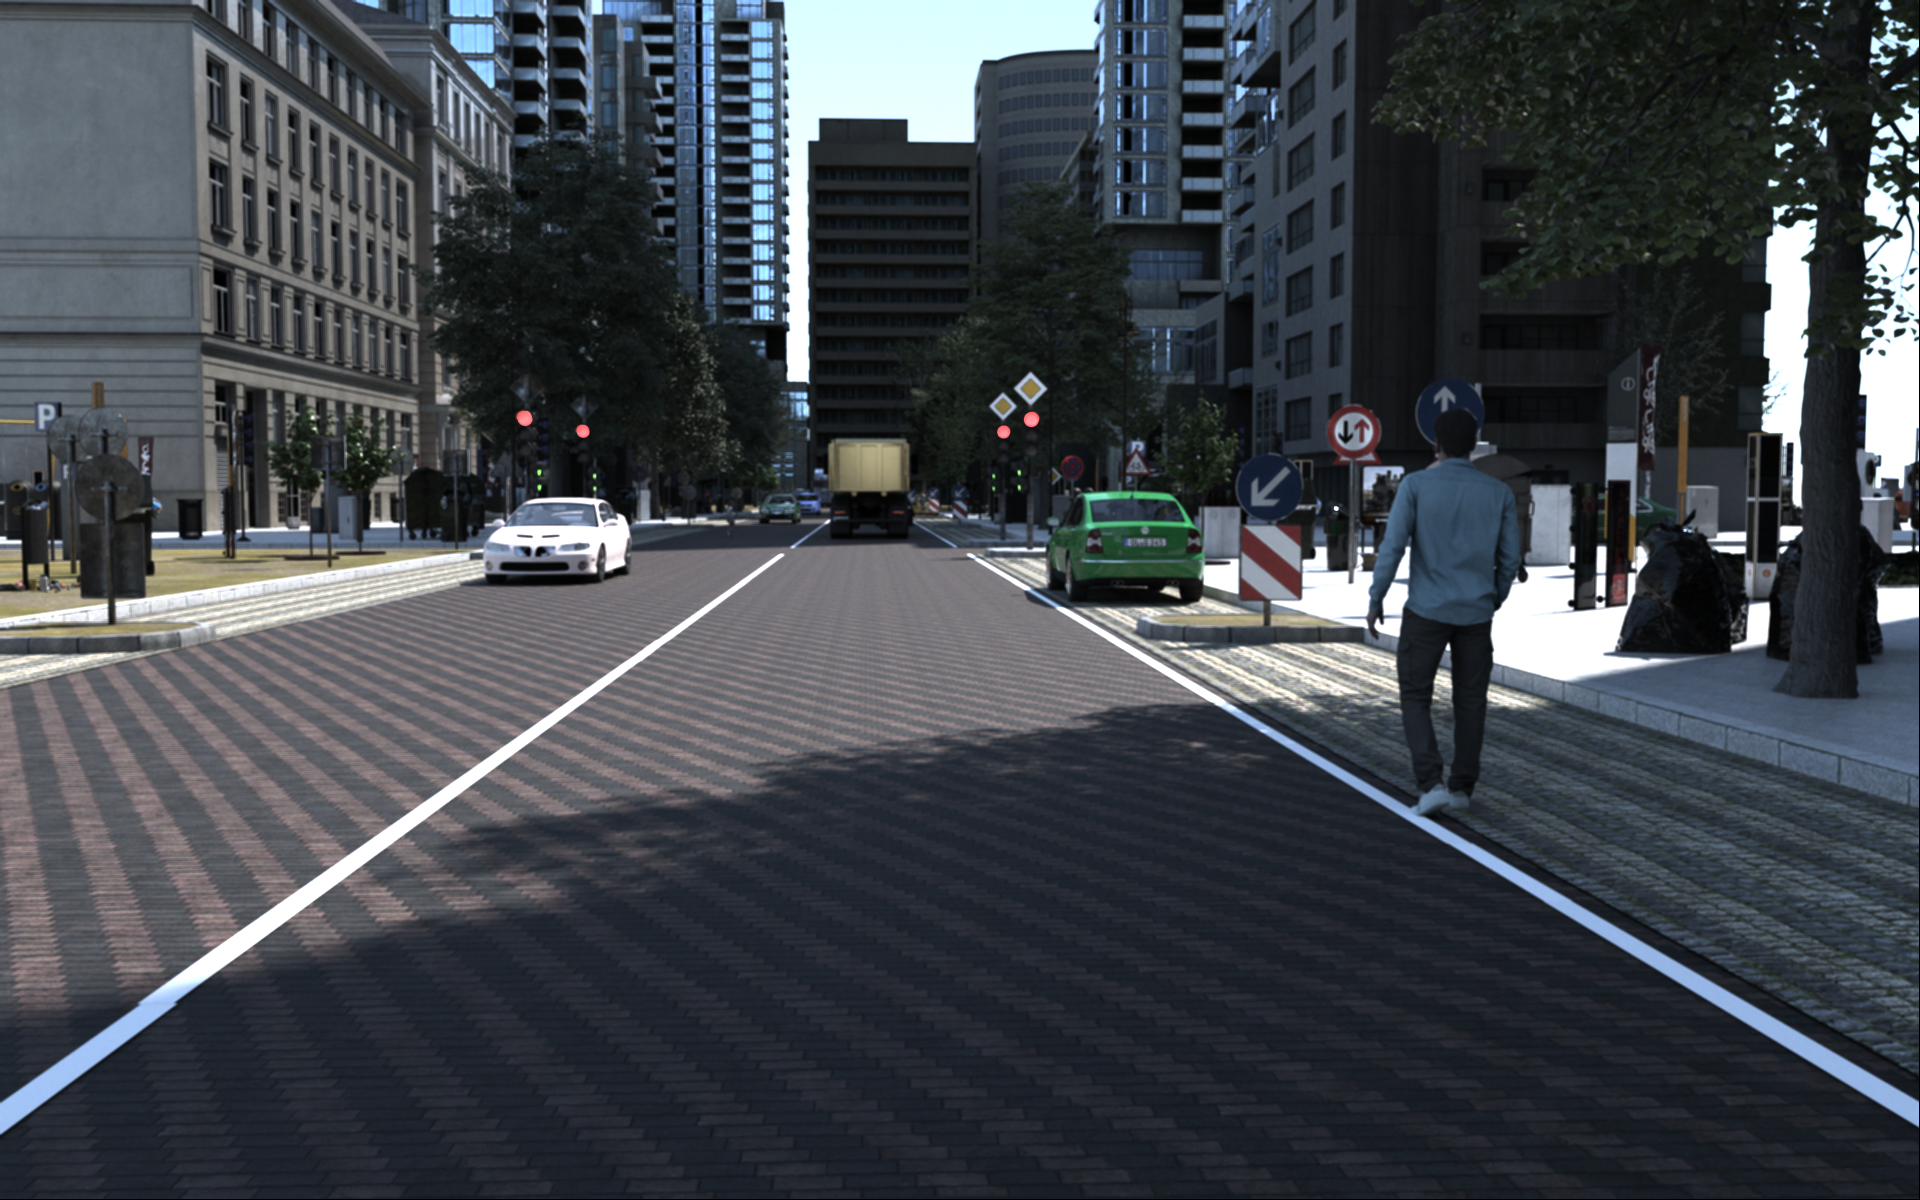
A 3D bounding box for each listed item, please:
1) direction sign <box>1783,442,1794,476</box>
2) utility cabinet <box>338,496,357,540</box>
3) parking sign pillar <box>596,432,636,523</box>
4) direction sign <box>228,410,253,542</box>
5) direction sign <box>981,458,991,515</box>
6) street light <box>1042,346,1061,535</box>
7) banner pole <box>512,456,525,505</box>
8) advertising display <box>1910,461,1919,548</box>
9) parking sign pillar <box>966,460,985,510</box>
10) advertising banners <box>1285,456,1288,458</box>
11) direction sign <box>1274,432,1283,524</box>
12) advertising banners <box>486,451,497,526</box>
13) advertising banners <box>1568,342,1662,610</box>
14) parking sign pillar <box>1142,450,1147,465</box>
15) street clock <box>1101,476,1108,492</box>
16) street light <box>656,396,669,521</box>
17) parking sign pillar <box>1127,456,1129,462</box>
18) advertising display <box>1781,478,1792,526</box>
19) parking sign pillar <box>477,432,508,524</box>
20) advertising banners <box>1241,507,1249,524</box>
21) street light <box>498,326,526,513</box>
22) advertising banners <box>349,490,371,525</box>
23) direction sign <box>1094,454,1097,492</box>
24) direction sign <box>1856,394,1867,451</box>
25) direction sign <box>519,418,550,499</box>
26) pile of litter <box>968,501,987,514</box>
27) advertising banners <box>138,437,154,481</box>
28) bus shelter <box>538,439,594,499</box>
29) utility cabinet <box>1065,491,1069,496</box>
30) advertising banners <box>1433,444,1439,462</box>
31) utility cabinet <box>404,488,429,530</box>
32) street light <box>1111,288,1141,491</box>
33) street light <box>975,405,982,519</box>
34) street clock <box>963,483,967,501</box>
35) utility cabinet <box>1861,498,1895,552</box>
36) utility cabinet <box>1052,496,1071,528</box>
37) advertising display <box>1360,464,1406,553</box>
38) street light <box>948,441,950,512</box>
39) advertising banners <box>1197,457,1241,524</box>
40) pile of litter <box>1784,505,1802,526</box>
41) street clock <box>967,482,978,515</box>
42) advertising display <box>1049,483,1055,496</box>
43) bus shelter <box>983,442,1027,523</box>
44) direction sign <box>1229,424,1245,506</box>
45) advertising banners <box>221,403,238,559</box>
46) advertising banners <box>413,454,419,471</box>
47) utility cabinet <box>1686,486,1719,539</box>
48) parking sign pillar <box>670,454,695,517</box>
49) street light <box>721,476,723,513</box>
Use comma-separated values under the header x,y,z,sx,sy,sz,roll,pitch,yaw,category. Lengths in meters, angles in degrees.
x,y,z,sx,sy,sz,roll,pitch,yaw,category
35.920,-5.111,75.554,0.379,3.537,0.876,-2,4,-32,direction sign
-17.255,-2.315,49.008,0.306,1.237,1.020,-3,5,-42,utility cabinet
-14.956,-5.353,75.991,1.447,3.967,1.447,3,4,36,parking sign pillar
-19.421,-3.354,46.841,0.379,3.537,0.876,1,4,18,direction sign
1.594,-7.141,108.746,0.876,3.537,0.379,2,4,28,direction sign
2.852,-4.986,54.313,0.468,5.910,1.993,0,4,-3,street light
-21.580,-5.772,84.391,0.863,3.779,0.401,-2,4,-32,banner pole
18.979,-1.735,33.588,0.974,1.923,0.123,1,4,8,advertising display
1.104,-8.019,119.577,1.447,3.967,1.447,1,4,21,parking sign pillar
14.559,-4.777,74.286,2.074,3.025,0.090,1,4,17,advertising banners
11.770,-4.409,64.087,0.379,3.537,0.876,0,4,-8,direction sign
-19.632,-4.521,70.111,2.074,3.025,0.090,1,4,12,advertising banners
7.474,-1.436,19.672,2.074,3.025,0.090,-3,5,-43,advertising banners
10.589,-6.532,95.275,1.447,3.967,1.447,1,4,21,parking sign pillar
5.905,-4.054,70.855,0.358,2.002,0.471,0,4,-2,street clock
-13.995,-6.658,81.648,0.468,5.910,1.993,0,4,-3,street light
11.400,-7.671,113.891,1.447,3.967,1.447,0,4,3,parking sign pillar
32.496,-3.888,68.779,0.974,1.923,0.123,3,5,42,advertising display
-20.347,-5.308,75.256,1.447,3.967,1.447,2,4,25,parking sign pillar
10.183,-4.256,65.780,2.074,3.025,0.090,-2,4,-33,advertising banners
-12.320,-4.586,47.761,0.468,5.910,1.993,0,4,-3,street light
-24.625,-4.498,69.737,0.090,3.025,2.074,2,4,33,advertising banners
7.676,-6.492,98.143,0.379,3.537,0.876,1,4,10,direction sign
20.101,-2.895,39.326,0.876,3.537,0.379,0,4,0,direction sign
-12.600,-3.626,51.280,0.876,3.537,0.379,-1,4,-18,direction sign
0.984,-5.969,111.550,1.719,0.858,1.176,0,4,-1,pile of litter
-25.703,-3.493,53.305,2.074,3.025,0.090,1,4,11,advertising banners
-16.906,-5.136,75.258,1.731,3.624,6.357,0,4,-3,bus shelter
6.499,-6.386,113.085,1.173,1.500,0.318,1,4,11,utility cabinet
15.083,-3.402,51.813,2.074,3.025,0.090,3,4,37,advertising banners
-19.139,-3.202,61.029,0.318,1.500,1.173,1,4,11,utility cabinet
3.721,-4.054,39.074,0.468,5.910,1.993,0,4,-3,street light
1.022,-7.077,88.503,0.468,5.910,1.993,0,4,-3,street light
0.422,-6.443,109.920,0.471,2.002,0.358,-1,4,-12,street clock
15.126,-1.090,28.982,0.306,1.237,1.020,-1,4,-11,utility cabinet
3.841,-3.380,66.419,1.020,1.237,0.306,0,4,5,utility cabinet
9.215,-1.991,37.765,0.974,1.923,0.123,0,4,-1,advertising display
-0.768,-9.158,122.516,0.468,5.910,1.993,0,4,-3,street light
7.657,-3.425,52.189,0.090,3.025,2.074,-2,4,-31,advertising banners
33.676,-3.386,69.322,1.176,0.858,1.719,1,4,9,pile of litter
0.861,-6.326,108.002,0.471,2.002,0.358,-3,4,-36,street clock
4.088,-4.538,79.404,0.123,1.923,0.974,-2,4,-26,advertising display
2.120,-5.349,78.740,1.731,3.624,6.357,0,4,-3,bus shelter
9.016,-3.944,56.478,0.379,3.537,0.876,-2,4,-25,direction sign
-14.487,-2.335,34.368,0.090,3.025,2.074,-2,4,-30,advertising banners
-23.403,-4.886,76.081,0.090,3.025,2.074,1,4,23,advertising banners
20.740,-2.436,48.504,1.173,1.500,0.318,-2,4,-31,utility cabinet
-15.765,-6.728,98.469,1.447,3.967,1.447,1,4,19,parking sign pillar
-15.920,-8.730,115.522,0.468,5.910,1.993,0,4,-3,street light
